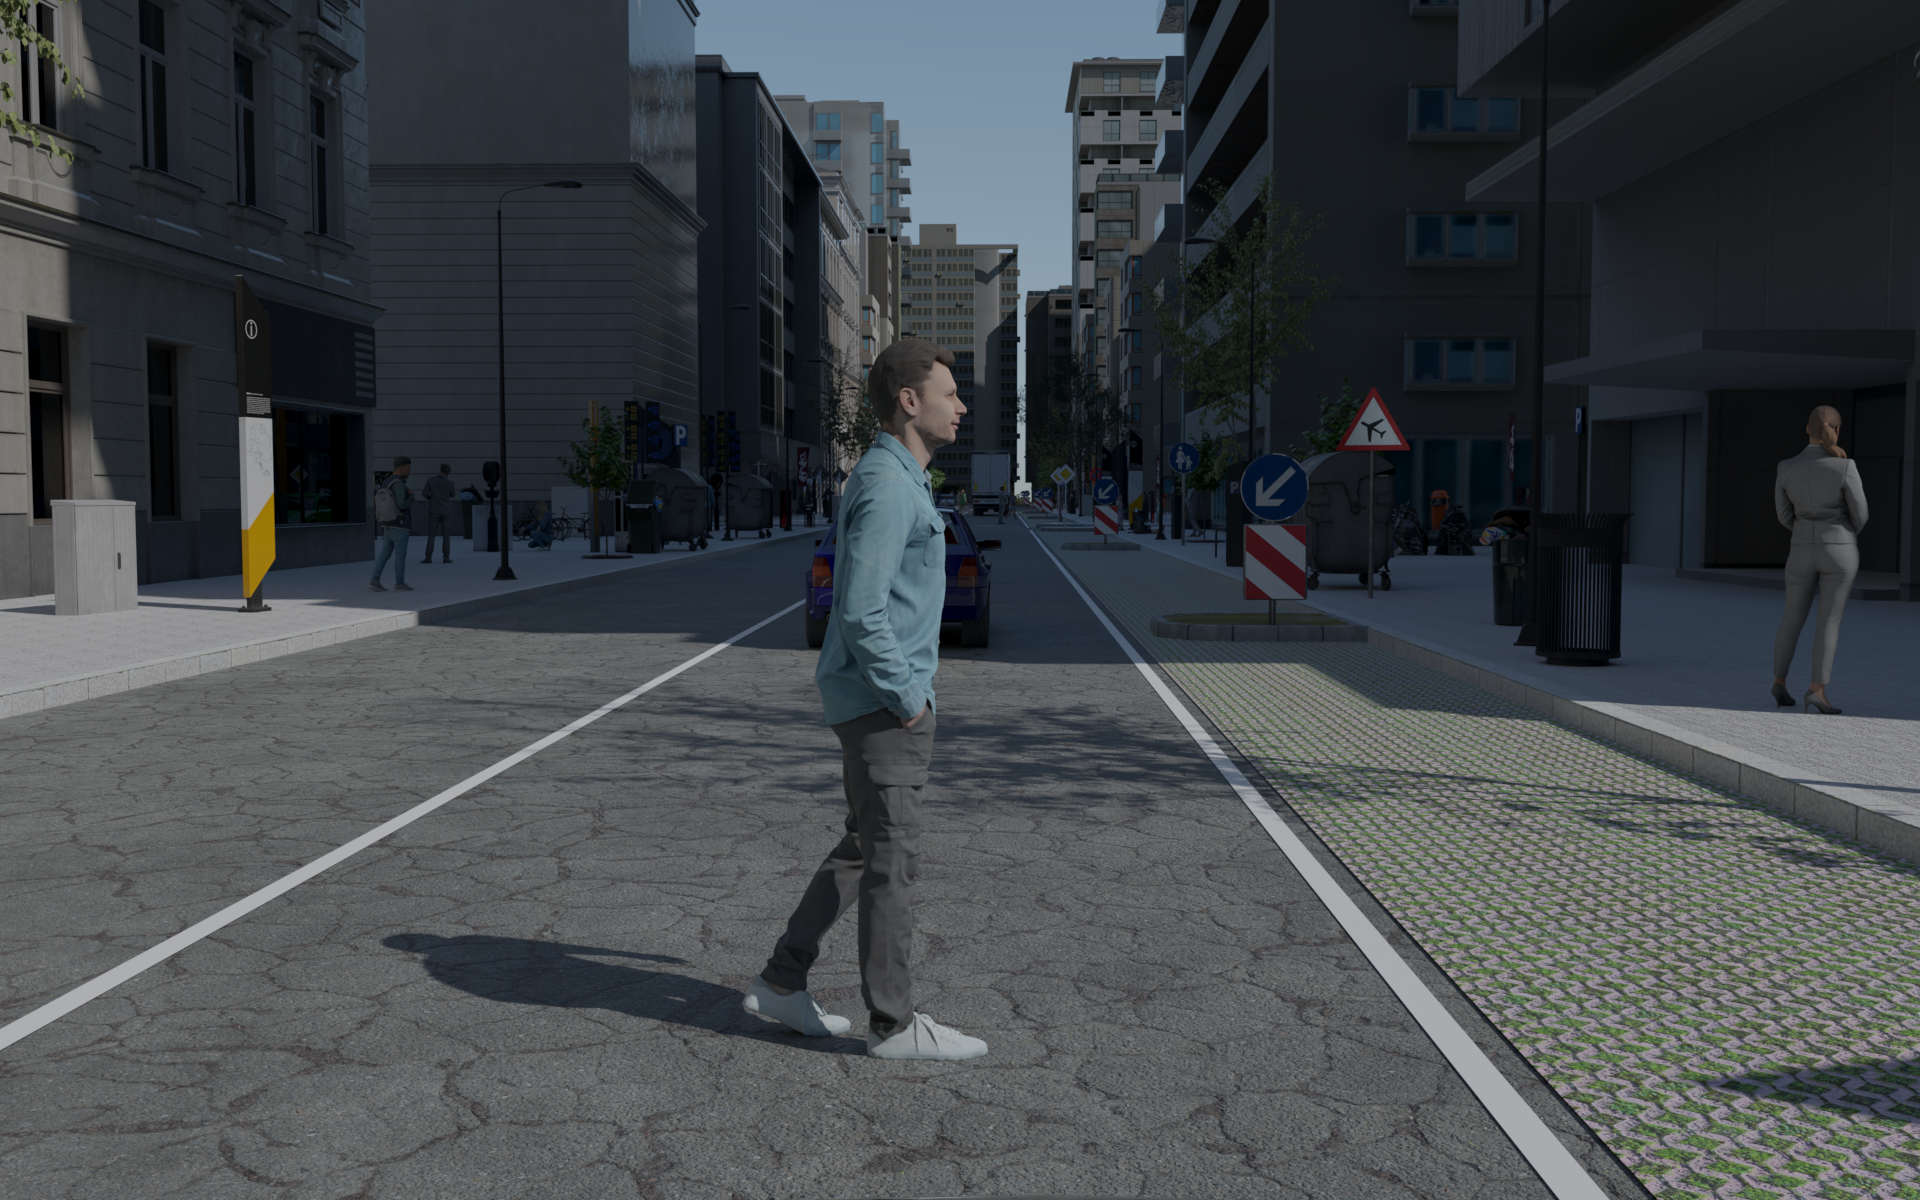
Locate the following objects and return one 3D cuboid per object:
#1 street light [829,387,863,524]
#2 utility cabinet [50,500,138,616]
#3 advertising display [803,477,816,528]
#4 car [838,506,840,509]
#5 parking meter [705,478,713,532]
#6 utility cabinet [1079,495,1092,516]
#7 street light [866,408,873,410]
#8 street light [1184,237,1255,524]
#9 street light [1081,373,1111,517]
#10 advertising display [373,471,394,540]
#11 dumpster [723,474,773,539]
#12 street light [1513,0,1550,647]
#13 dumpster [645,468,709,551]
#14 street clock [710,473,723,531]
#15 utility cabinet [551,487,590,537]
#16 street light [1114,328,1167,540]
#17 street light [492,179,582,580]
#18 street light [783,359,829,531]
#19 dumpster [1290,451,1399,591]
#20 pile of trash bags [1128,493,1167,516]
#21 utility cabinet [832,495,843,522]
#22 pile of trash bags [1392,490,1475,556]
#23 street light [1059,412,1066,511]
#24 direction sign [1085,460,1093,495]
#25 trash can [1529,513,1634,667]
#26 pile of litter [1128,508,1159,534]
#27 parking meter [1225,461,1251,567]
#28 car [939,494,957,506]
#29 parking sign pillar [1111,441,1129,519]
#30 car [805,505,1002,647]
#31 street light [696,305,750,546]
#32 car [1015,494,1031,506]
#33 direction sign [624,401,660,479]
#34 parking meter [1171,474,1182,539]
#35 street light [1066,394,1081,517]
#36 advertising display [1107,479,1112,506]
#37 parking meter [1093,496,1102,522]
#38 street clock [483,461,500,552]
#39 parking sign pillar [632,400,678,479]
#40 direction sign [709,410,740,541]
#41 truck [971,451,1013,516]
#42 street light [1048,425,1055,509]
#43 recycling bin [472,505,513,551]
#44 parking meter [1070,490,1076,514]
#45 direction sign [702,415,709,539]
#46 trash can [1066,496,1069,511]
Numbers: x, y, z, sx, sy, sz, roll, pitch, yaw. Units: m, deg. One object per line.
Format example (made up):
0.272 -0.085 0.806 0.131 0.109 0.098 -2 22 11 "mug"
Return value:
-5.111 -6.276 75.147 1.470 5.913 1.316 0 4 1 "street light"
-9.344 -0.463 18.740 0.306 1.237 1.020 1 4 9 "utility cabinet"
-5.768 -3.736 66.304 0.123 1.923 0.974 -2 4 -29 "advertising display"
-2.597 -2.619 51.615 1.959 1.807 4.718 0 4 1 "car"
-8.640 -3.270 59.168 0.399 1.863 0.255 -1 4 -13 "parking meter"
7.438 -5.470 100.599 1.020 1.237 0.306 -1 4 -15 "utility cabinet"
-4.662 -7.311 92.083 1.470 5.913 1.316 0 4 1 "street light"
4.753 -3.605 31.478 1.470 5.913 1.316 0 4 1 "street light"
5.523 -5.751 66.564 1.470 5.913 1.316 0 4 1 "street light"
-16.076 -2.659 48.694 0.123 1.923 0.974 2 4 35 "advertising display"
-6.142 -2.713 50.123 1.264 1.857 1.865 0 4 2 "dumpster"
4.327 -2.569 14.542 1.470 5.913 1.316 0 4 1 "street light"
-6.454 -2.050 39.280 1.264 1.857 1.865 0 4 1 "dumpster"
-8.518 -3.429 60.641 0.471 2.002 0.358 -1 4 -8 "street clock"
-11.501 -2.612 51.377 1.173 1.500 0.318 1 4 14 "utility cabinet"
5.105 -4.648 48.540 1.470 5.913 1.316 0 4 1 "street light"
-6.273 -3.254 25.741 1.470 5.913 1.316 0 4 1 "street light"
-5.409 -5.330 59.681 1.470 5.913 1.316 0 4 1 "street light"
5.214 -1.096 23.680 1.264 1.857 1.865 0 4 1 "dumpster"
10.722 -5.737 103.555 3.447 1.369 1.912 -1 4 -12 "pile of trash bags"
-5.481 -4.205 79.918 0.306 1.237 1.020 2 4 35 "utility cabinet"
10.230 -1.695 37.461 1.912 1.369 3.447 1 4 20 "pile of trash bags"
6.293 -7.662 97.814 1.470 5.913 1.316 0 4 1 "street light"
8.705 -7.553 115.494 0.876 3.537 0.379 2 4 35 "direction sign"
4.670 -0.086 13.063 0.748 1.137 0.748 0 3 0 "trash can"
6.021 -2.581 56.164 1.176 0.858 1.719 0 4 8 "pile of litter"
4.901 -1.520 30.561 0.399 1.863 0.255 3 5 44 "parking meter"
-1.317 -9.492 167.194 2.014 1.417 4.499 0 4 0 "car"
7.886 -6.084 87.938 1.447 3.967 1.447 3 5 42 "parking sign pillar"
-0.551 -0.303 17.535 1.945 1.354 3.894 0 4 1 "car"
-5.847 -4.290 42.677 1.470 5.913 1.316 0 4 1 "street light"
6.873 -11.179 193.004 2.015 1.641 3.980 0 4 1 "car"
-7.763 -3.080 42.355 0.876 3.537 0.379 -2 4 -26 "direction sign"
6.185 -2.667 49.317 0.255 1.863 0.399 -1 4 -11 "parking meter"
5.832 -6.626 80.878 1.470 5.913 1.316 0 4 1 "street light"
6.341 -4.231 74.389 0.123 1.923 0.974 -1 4 -9 "advertising display"
6.260 -4.319 79.024 0.372 1.533 0.369 0 3 0 "parking meter"
-10.322 -2.058 38.224 0.358 2.002 0.471 1 4 8 "street clock"
-8.754 -3.751 49.797 1.447 3.967 1.447 -1 4 -13 "parking sign pillar"
-6.379 -3.385 47.345 0.379 3.537 0.876 2 4 26 "direction sign"
2.161 -7.877 117.695 2.839 4.237 11.283 0 4 2 "truck"
6.736 -8.716 115.049 1.470 5.913 1.316 0 4 1 "street light"
-10.542 -1.622 39.070 0.722 1.027 0.722 0 4 1 "recycling bin"
7.211 -6.231 110.291 0.372 1.533 0.369 0 3 0 "parking meter"
-7.254 -3.530 49.712 0.379 3.537 0.876 1 4 20 "direction sign"
8.426 -7.484 134.017 0.748 1.137 0.748 0 3 0 "trash can"
